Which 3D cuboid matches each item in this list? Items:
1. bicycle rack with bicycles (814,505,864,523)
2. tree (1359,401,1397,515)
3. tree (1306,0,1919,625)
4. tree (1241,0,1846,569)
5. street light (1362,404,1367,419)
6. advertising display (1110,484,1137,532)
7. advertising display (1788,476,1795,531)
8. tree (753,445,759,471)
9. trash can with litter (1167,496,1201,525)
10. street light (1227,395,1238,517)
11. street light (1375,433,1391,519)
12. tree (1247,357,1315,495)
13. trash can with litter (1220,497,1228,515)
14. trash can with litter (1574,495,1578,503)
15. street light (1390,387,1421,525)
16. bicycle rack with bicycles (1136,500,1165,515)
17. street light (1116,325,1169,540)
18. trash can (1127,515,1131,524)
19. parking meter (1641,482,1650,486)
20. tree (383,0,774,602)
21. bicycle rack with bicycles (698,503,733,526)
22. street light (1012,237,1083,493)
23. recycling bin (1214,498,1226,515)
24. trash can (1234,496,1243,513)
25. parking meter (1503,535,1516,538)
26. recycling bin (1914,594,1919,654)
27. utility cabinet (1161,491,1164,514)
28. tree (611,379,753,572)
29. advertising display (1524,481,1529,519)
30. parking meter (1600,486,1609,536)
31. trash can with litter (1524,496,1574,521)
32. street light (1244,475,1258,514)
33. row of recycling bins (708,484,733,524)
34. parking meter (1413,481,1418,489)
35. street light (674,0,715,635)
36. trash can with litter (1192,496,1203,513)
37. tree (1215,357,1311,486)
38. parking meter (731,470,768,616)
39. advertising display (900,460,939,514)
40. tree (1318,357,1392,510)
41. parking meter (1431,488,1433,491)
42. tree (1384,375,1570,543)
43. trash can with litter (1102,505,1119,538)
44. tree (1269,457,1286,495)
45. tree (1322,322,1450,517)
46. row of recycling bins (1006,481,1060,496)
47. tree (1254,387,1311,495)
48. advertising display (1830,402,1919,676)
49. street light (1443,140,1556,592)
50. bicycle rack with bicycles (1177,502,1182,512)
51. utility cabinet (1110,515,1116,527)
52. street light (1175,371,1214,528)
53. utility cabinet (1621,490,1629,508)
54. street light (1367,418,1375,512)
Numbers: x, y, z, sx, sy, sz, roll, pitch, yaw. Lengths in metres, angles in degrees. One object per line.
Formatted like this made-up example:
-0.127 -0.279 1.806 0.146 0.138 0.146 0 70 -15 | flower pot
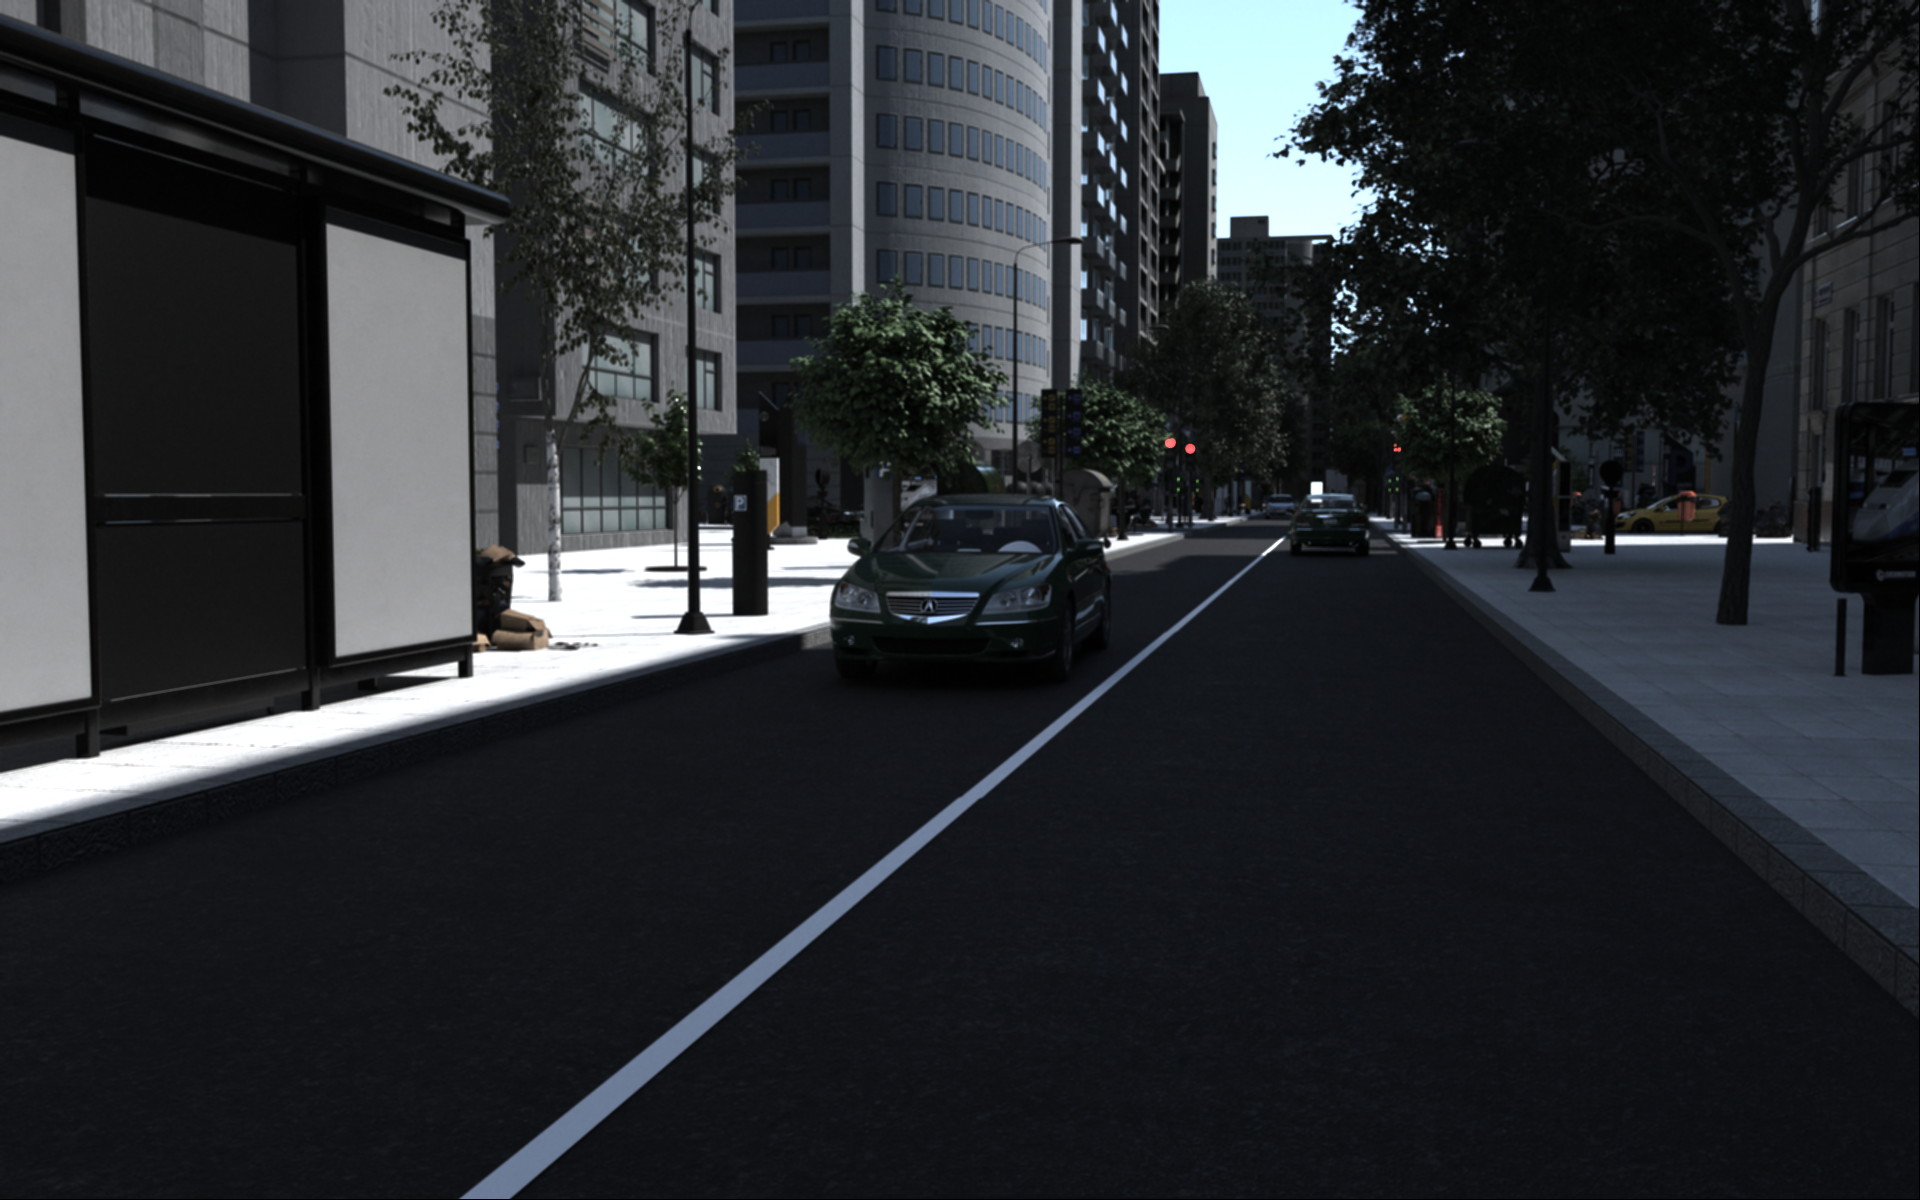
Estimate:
-3.170 -2.789 58.982 2.925 0.926 2.852 3 5 43 | bicycle rack with bicycles
26.664 -9.620 107.644 4.360 8.622 3.978 0 3 0 | tree
7.506 -5.016 16.421 8.767 10.594 7.601 1 4 13 | tree
9.994 -6.887 29.608 9.611 12.733 9.660 0 3 0 | tree
21.444 -7.100 88.620 1.470 5.913 1.316 1 4 12 | street light
5.410 -3.220 57.859 0.974 1.923 0.123 0 4 -1 | advertising display
29.341 -3.419 61.115 0.123 1.923 0.974 1 4 21 | advertising display
-7.308 -3.932 58.891 1.663 3.219 1.824 0 3 0 | tree
9.185 -3.730 72.046 1.678 1.210 2.233 1 4 18 | trash can with litter
12.351 -6.647 81.223 1.470 5.913 1.316 1 4 12 | street light
14.280 -5.098 55.900 1.470 5.913 1.316 1 4 12 | street light
38.679 -21.987 215.375 12.611 20.169 13.585 0 3 0 | tree
16.586 -5.897 107.806 0.624 1.170 1.055 -2 4 -26 | trash can with litter
32.420 -4.931 91.682 1.678 1.210 2.233 1 4 22 | trash can with litter
10.792 -4.120 39.899 1.470 5.913 1.316 1 4 12 | street light
10.431 -5.648 105.721 2.852 0.926 2.925 -1 4 -23 | bicycle rack with bicycles
5.058 -4.611 47.924 1.470 5.913 1.316 1 4 12 | street light
6.680 -3.614 70.737 0.748 1.137 0.748 0 3 0 | trash can
33.872 -4.884 85.570 0.399 1.863 0.255 3 5 40 | parking meter
-4.611 -4.287 20.453 4.360 8.622 3.978 0 3 0 | tree
-9.926 -3.521 70.947 2.852 0.926 2.925 0 4 2 | bicycle rack with bicycles
1.535 -3.609 31.543 1.470 5.913 1.316 1 4 12 | street light
16.422 -5.909 109.164 0.722 1.027 0.722 -2 4 -28 | recycling bin
18.892 -6.507 118.039 0.748 1.137 0.748 0 3 0 | trash can
15.897 -2.717 50.130 0.399 1.863 0.255 1 4 12 | parking meter
7.943 -0.095 14.112 0.722 1.027 0.722 -2 4 -29 | recycling bin
12.437 -6.057 107.715 0.318 1.500 1.173 1 4 16 | utility cabinet
-4.743 -2.112 29.135 1.663 3.219 1.824 0 3 0 | tree
28.971 -5.032 87.489 0.974 1.923 0.123 -1 4 -13 | advertising display
19.952 -2.754 53.442 0.372 1.533 0.369 0 3 0 | parking meter
27.393 -4.303 81.408 1.678 1.210 2.233 -1 4 -8 | trash can with litter
15.752 -7.619 97.110 1.470 5.913 1.316 1 4 12 | street light
-9.059 -4.045 73.256 3.534 1.692 1.069 1 4 20 | row of recycling bins
19.058 -4.063 72.139 0.399 1.863 0.255 -3 5 -41 | parking meter
-1.923 -2.638 15.670 1.470 5.913 1.316 1 4 12 | street light
16.098 -6.396 115.961 1.055 1.170 0.624 -3 4 -38 | trash can with litter
27.082 -15.358 157.751 9.857 13.997 8.962 0 3 0 | tree
-2.225 -0.608 18.349 0.372 1.533 0.369 0 3 0 | parking meter
-0.882 -1.675 32.600 0.974 1.923 0.123 -1 4 -12 | advertising display
33.949 -14.424 142.480 9.857 13.997 8.962 0 3 0 | tree
19.211 -3.831 71.055 0.372 1.533 0.369 0 3 0 | parking meter
12.815 -3.801 45.867 4.285 4.588 4.351 0 3 0 | tree
4.227 -2.427 51.068 0.624 1.170 1.055 2 4 32 | trash can with litter
36.878 -15.369 201.642 4.360 8.622 3.978 0 3 0 | tree
24.365 -10.606 99.166 9.928 11.665 9.643 0 3 0 | tree
2.548 -3.049 56.958 1.069 1.692 3.534 2 4 27 | row of recycling bins
33.130 -16.171 182.519 7.486 12.596 7.792 0 3 0 | tree
6.617 -0.433 12.299 0.974 1.923 0.123 -1 4 -18 | advertising display
7.162 -3.075 22.824 1.470 5.913 1.316 1 4 12 | street light
15.765 -6.961 127.191 2.925 0.926 2.852 -2 4 -25 | bicycle rack with bicycles
5.610 -3.419 67.058 1.020 1.237 0.306 1 4 15 | utility cabinet
8.855 -5.676 65.337 1.470 5.913 1.316 1 4 12 | street light
39.344 -5.742 102.559 0.318 1.500 1.173 1 4 12 | utility cabinet
17.930 -6.130 72.759 1.470 5.913 1.316 1 4 12 | street light
